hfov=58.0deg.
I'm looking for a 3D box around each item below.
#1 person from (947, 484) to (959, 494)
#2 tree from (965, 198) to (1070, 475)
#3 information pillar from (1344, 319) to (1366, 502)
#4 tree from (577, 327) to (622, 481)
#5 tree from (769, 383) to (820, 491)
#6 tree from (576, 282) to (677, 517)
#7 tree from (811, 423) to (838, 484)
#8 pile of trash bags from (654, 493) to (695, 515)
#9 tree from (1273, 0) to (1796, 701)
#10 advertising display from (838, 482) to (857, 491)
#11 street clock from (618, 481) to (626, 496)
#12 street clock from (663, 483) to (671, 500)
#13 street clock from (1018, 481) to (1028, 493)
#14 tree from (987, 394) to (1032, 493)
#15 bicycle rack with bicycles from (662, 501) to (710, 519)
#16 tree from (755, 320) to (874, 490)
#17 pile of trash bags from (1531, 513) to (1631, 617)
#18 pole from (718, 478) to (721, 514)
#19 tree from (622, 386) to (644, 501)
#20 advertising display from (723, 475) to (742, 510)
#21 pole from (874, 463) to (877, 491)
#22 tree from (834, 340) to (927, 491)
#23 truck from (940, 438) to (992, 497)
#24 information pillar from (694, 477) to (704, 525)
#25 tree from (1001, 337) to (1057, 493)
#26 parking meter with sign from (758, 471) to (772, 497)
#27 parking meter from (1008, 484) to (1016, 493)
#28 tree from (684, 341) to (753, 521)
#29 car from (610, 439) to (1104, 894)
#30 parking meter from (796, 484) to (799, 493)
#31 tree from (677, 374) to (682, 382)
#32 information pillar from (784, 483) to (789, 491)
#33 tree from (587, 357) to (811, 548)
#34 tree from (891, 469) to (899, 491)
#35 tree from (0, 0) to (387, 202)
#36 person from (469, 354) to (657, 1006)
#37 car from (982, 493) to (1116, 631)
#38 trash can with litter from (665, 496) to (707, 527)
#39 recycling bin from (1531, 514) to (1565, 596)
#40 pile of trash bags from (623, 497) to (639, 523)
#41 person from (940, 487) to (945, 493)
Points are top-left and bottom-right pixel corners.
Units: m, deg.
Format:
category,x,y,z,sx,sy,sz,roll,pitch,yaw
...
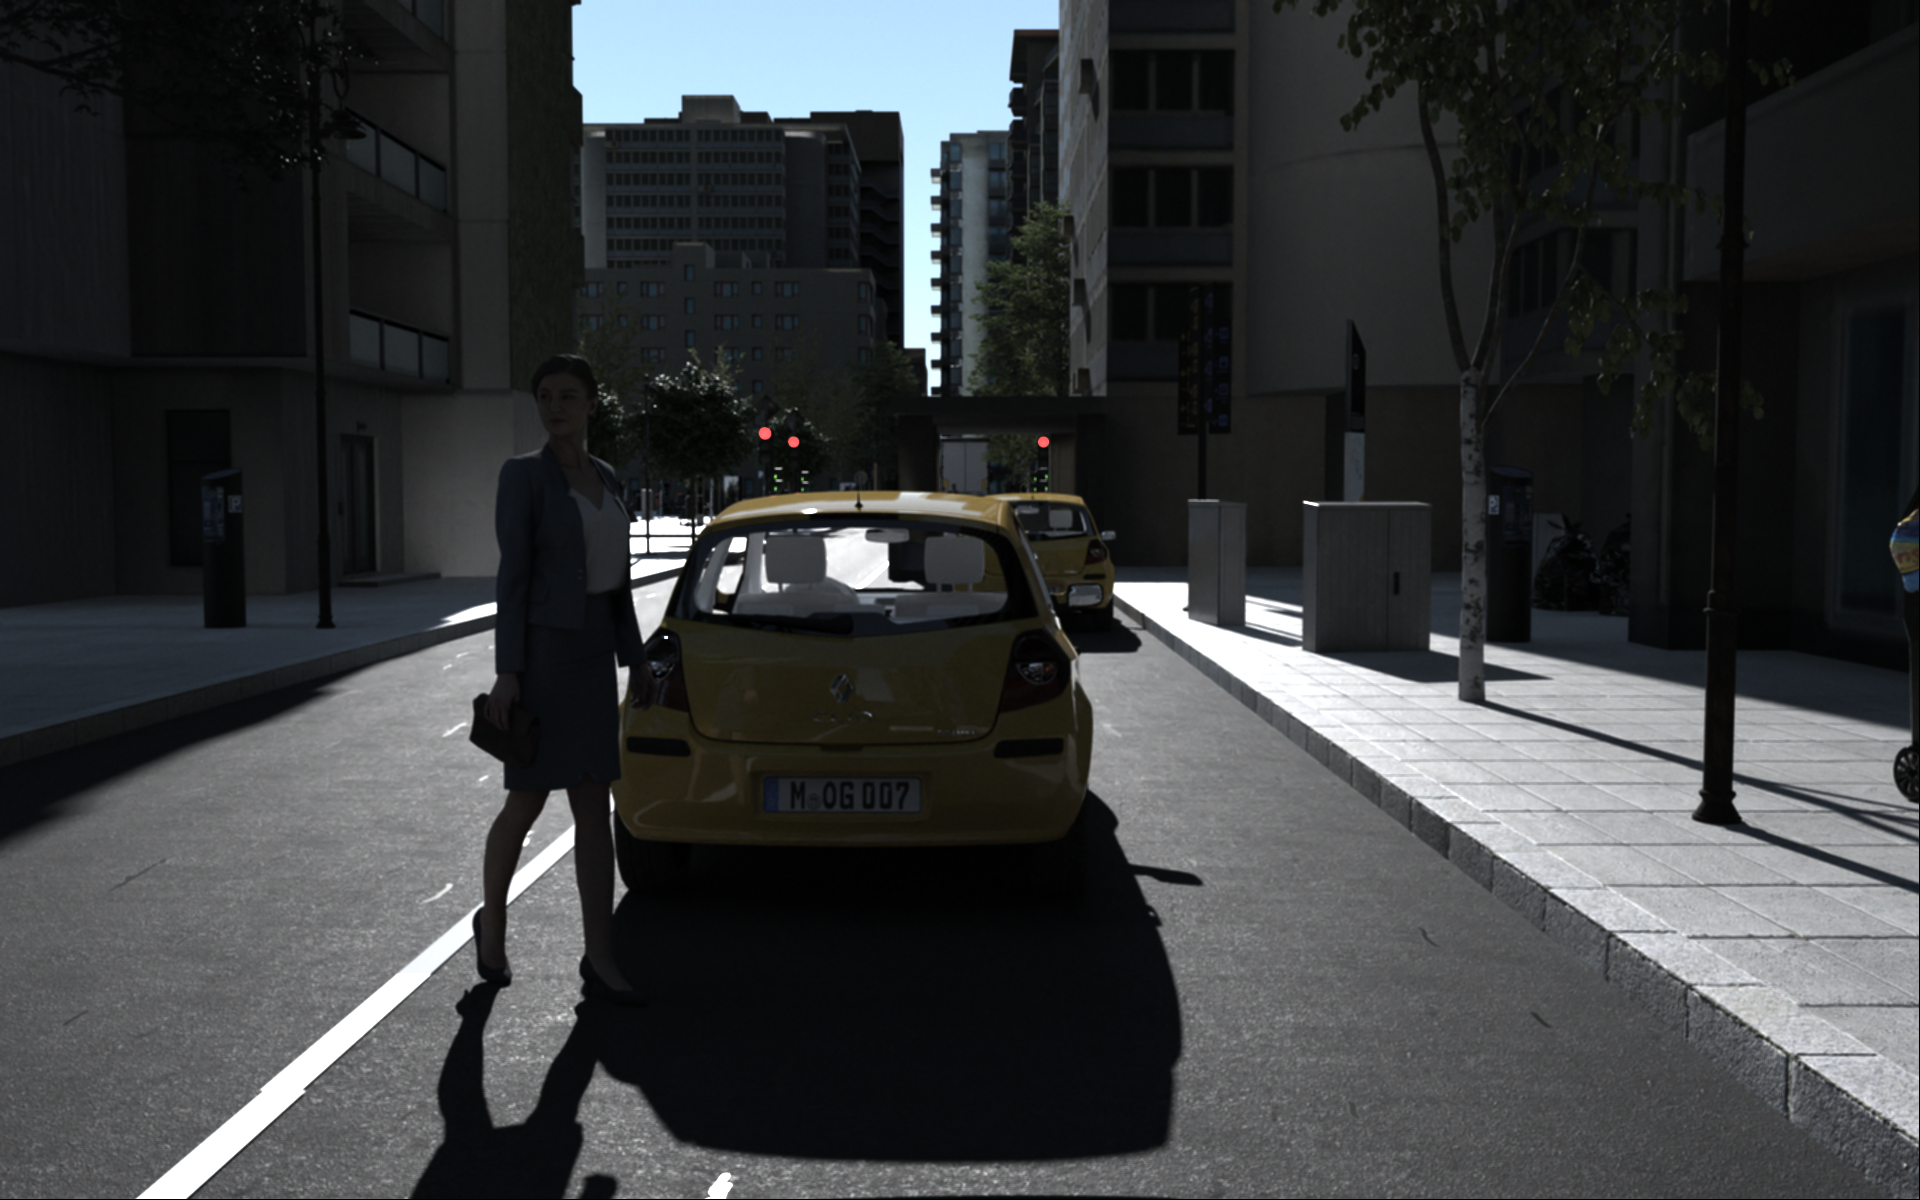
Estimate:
category,x,y,z,sx,sy,sz,roll,pitch,yaw
person,-0.329,-4.316,78.422,0.648,1.900,0.474,-3,5,-40
tree,4.031,-9.097,66.865,7.486,12.596,7.792,0,3,0
information pillar,5.327,-1.961,23.414,0.183,3.616,0.504,3,4,36
tree,-16.125,-7.407,71.471,4.360,8.622,3.978,0,3,0
tree,-10.757,-9.952,113.076,4.360,8.622,3.978,0,3,0
tree,-12.404,-6.669,59.398,4.737,8.622,4.395,0,3,0
tree,-6.244,-4.885,63.585,4.285,4.588,4.351,0,3,0
pile of trash bags,-17.796,-5.890,106.051,1.912,1.369,3.447,1,4,16
tree,3.208,-3.665,10.292,4.737,8.622,4.395,0,3,0
advertising display,-5.887,-5.239,90.869,0.974,1.923,0.123,-1,4,-16
street clock,-18.191,-5.415,93.098,0.471,2.002,0.358,0,4,4
street clock,-19.489,-6.762,115.121,0.471,2.002,0.358,1,4,16
street clock,3.490,-5.595,96.052,0.471,2.002,0.358,-2,4,-24
tree,3.648,-9.752,109.814,4.737,8.622,4.395,0,3,0
bicycle rack with bicycles,-14.102,-4.728,90.689,2.852,0.926,2.925,3,5,43
tree,-6.923,-7.572,74.167,4.737,8.622,4.395,0,3,0
pile of trash bags,8.214,-0.571,19.088,3.447,1.369,1.912,-1,4,-9
pole,-14.181,-6.619,102.068,0.158,3.312,0.155,0,3,0
tree,-22.781,-10.212,117.333,4.360,8.622,3.978,0,3,0
advertising display,-7.723,-3.279,58.833,0.123,1.923,0.974,-3,5,-42
pole,-5.528,-7.323,113.566,0.158,3.312,0.155,0,3,0
tree,-5.568,-12.810,127.569,7.486,12.596,7.792,0,3,0
truck,0.322,-6.280,91.588,2.839,4.237,11.283,0,4,1
information pillar,-10.675,-4.074,71.102,0.304,2.012,0.304,-1,4,-12
tree,3.516,-7.915,79.777,4.360,8.622,3.978,0,3,0
parking meter with sign,-14.508,-8.219,130.634,0.543,3.016,1.738,2,4,28
parking meter,2.932,-5.649,98.066,0.399,1.863,0.255,-3,4,-39
tree,-12.020,-8.146,83.553,4.360,8.622,3.978,0,3,0
car,-0.340,0.158,7.648,2.015,1.641,3.980,0,4,1
parking meter,-6.702,-3.963,70.506,0.255,1.863,0.399,1,4,14
tree,-16.745,-8.995,97.431,4.737,8.622,4.395,0,3,0
information pillar,-8.631,-4.954,85.484,0.304,2.012,0.304,-1,4,-15
tree,-6.473,-3.546,41.685,4.285,4.588,4.351,0,3,0
tree,-6.054,-12.550,188.897,4.285,4.588,4.351,0,3,0
tree,-6.805,-4.597,9.570,7.601,10.594,8.767,-1,4,-9
person,-1.152,0.217,4.973,0.581,1.822,0.654,-3,5,-41
car,0.792,-0.570,19.544,2.015,1.641,3.980,0,4,1
trash can with litter,-10.954,-3.556,69.200,1.678,1.210,2.233,-1,4,-9
recycling bin,7.269,-0.590,22.199,0.722,1.027,0.722,0,4,-1
pile of trash bags,-16.032,-4.174,77.992,3.447,1.369,1.912,3,5,44
person,-0.931,-4.610,84.218,0.599,1.781,0.374,0,4,6
